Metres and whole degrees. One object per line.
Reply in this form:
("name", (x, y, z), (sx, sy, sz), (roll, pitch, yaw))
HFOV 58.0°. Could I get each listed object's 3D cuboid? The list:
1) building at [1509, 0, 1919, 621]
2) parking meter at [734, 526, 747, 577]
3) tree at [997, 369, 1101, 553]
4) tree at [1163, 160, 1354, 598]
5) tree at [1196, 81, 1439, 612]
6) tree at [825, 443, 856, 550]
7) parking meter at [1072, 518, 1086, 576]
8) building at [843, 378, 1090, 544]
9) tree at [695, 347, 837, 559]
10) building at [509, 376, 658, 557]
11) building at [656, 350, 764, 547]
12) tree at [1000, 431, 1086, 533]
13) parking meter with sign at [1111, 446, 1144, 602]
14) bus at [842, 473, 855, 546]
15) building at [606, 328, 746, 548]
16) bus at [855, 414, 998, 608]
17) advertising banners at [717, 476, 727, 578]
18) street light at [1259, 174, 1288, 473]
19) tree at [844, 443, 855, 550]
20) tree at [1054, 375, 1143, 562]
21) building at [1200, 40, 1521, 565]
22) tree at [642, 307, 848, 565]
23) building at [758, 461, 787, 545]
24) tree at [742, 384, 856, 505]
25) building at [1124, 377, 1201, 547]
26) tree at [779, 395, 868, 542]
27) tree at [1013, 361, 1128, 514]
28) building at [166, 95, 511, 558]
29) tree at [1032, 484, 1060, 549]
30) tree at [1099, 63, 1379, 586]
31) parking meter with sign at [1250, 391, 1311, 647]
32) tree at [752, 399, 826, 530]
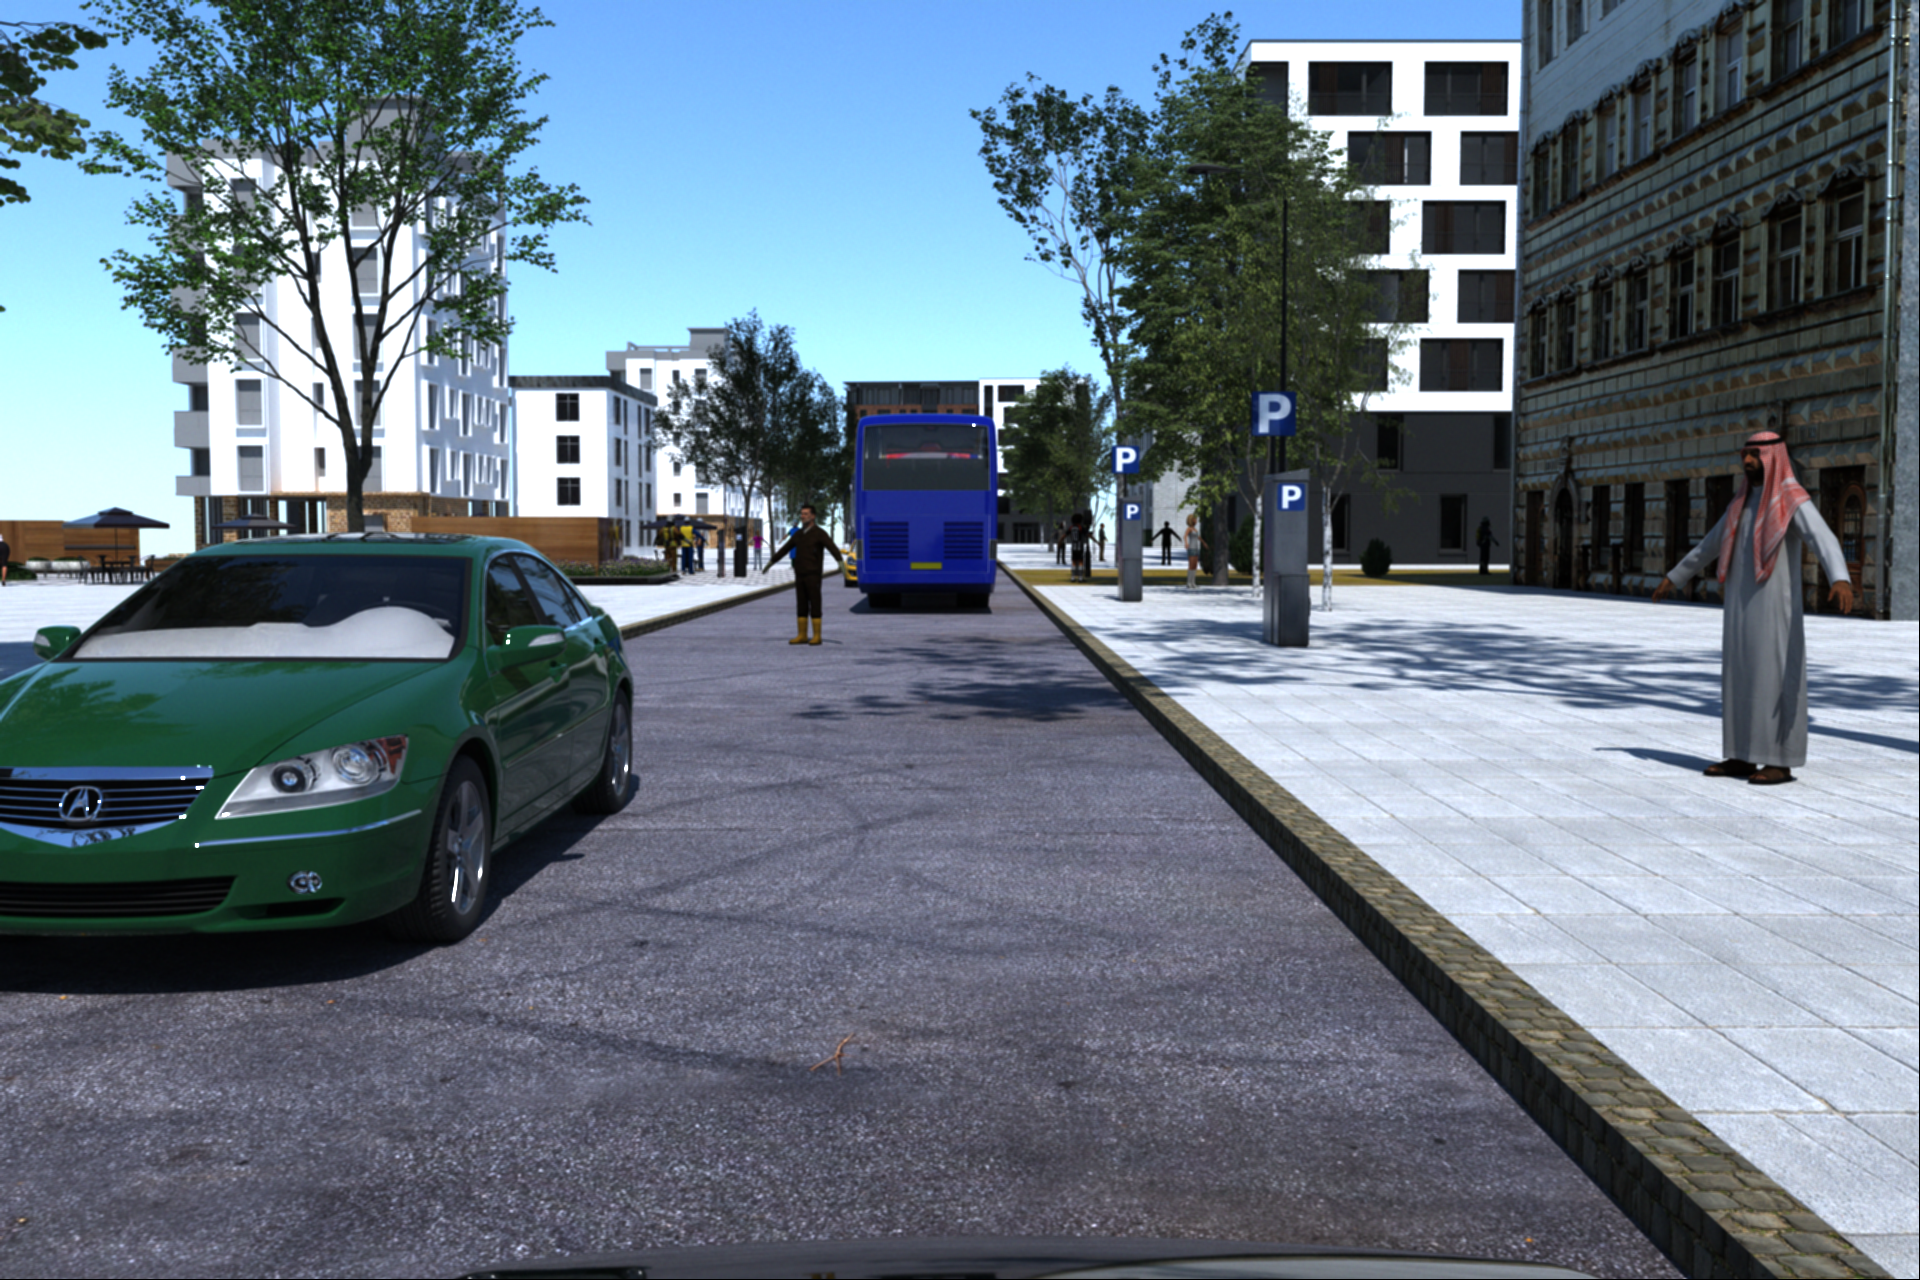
("building", (22.994, -12.405, 33.756), (19.493, 23.208, 18.063), (0, 4, 1))
("parking meter", (-6.561, -2.646, 51.670), (0.372, 1.533, 0.369), (0, 3, 0))
("tree", (6.138, -12.294, 119.127), (7.486, 12.596, 7.792), (0, 3, 0))
("tree", (6.009, -5.175, 34.971), (4.737, 8.622, 4.395), (0, 3, 0))
("tree", (6.212, -4.790, 28.680), (4.360, 8.622, 3.978), (0, 3, 0))
("tree", (-8.374, -10.759, 126.274), (4.737, 8.622, 4.395), (0, 3, 0))
("parking meter", (3.642, -2.897, 53.078), (0.399, 1.863, 0.255), (0, 4, 0))
("building", (1.497, -24.060, 239.815), (32.646, 21.610, 27.936), (0, 4, 5))
("tree", (-9.456, -9.176, 84.435), (7.601, 10.594, 8.767), (0, 4, -1))
("building", (-22.988, -10.017, 105.920), (9.099, 9.664, 28.070), (0, 4, 1))
("building", (-26.900, -19.728, 178.968), (16.016, 20.090, 11.380), (0, 4, 1))
("tree", (6.617, -12.152, 133.099), (7.601, 10.594, 8.767), (-1, 4, -10))
("parking meter with sign", (3.270, -2.275, 33.456), (0.543, 3.016, 1.738), (0, 4, 0))
("bus", (-2.393, -4.382, 63.199), (2.896, 3.916, 12.251), (0, 4, 0))
("building", (-26.310, -18.558, 159.835), (16.016, 20.090, 11.380), (0, 4, 0))
("bus", (-0.624, -2.756, 36.606), (2.896, 3.916, 12.251), (0, 4, 0))
("advertising banners", (-7.069, -3.385, 51.529), (0.090, 3.025, 2.074), (0, 4, -1))
("street light", (4.627, -3.018, 21.887), (1.470, 5.913, 1.316), (0, 3, 0))
("tree", (-9.242, -11.640, 140.674), (4.360, 8.622, 3.978), (0, 3, 0))
("tree", (6.167, -7.913, 79.748), (4.360, 8.622, 3.978), (0, 3, 0))
("building", (25.916, -14.944, 88.303), (27.936, 21.610, 32.646), (0, 3, 0))
("tree", (-8.998, -8.411, 71.925), (8.767, 10.594, 7.601), (-1, 4, -9))
("building", (-25.479, -16.427, 210.728), (9.099, 9.664, 28.070), (0, 4, 1))
("tree", (-9.371, -10.431, 104.961), (7.601, 10.594, 8.767), (1, 4, 22))
("building", (27.029, -19.295, 181.935), (16.747, 18.905, 31.486), (0, 4, 0))
("tree", (-8.592, -10.999, 114.246), (8.767, 10.594, 7.601), (1, 4, 11))
("tree", (6.095, -9.798, 94.605), (7.601, 10.594, 8.767), (-3, 4, -37))
("building", (-28.241, -13.436, 76.105), (16.016, 20.090, 11.380), (0, 4, 1))
("tree", (7.166, -12.117, 148.468), (4.737, 8.622, 4.395), (0, 3, 0))
("tree", (6.768, -7.606, 42.492), (7.486, 12.596, 7.792), (0, 3, 0))
("parking meter with sign", (3.818, -1.477, 20.407), (0.543, 3.016, 1.738), (0, 4, 1))
("tree", (-8.875, -8.735, 93.185), (4.360, 8.622, 3.978), (0, 3, 0))
